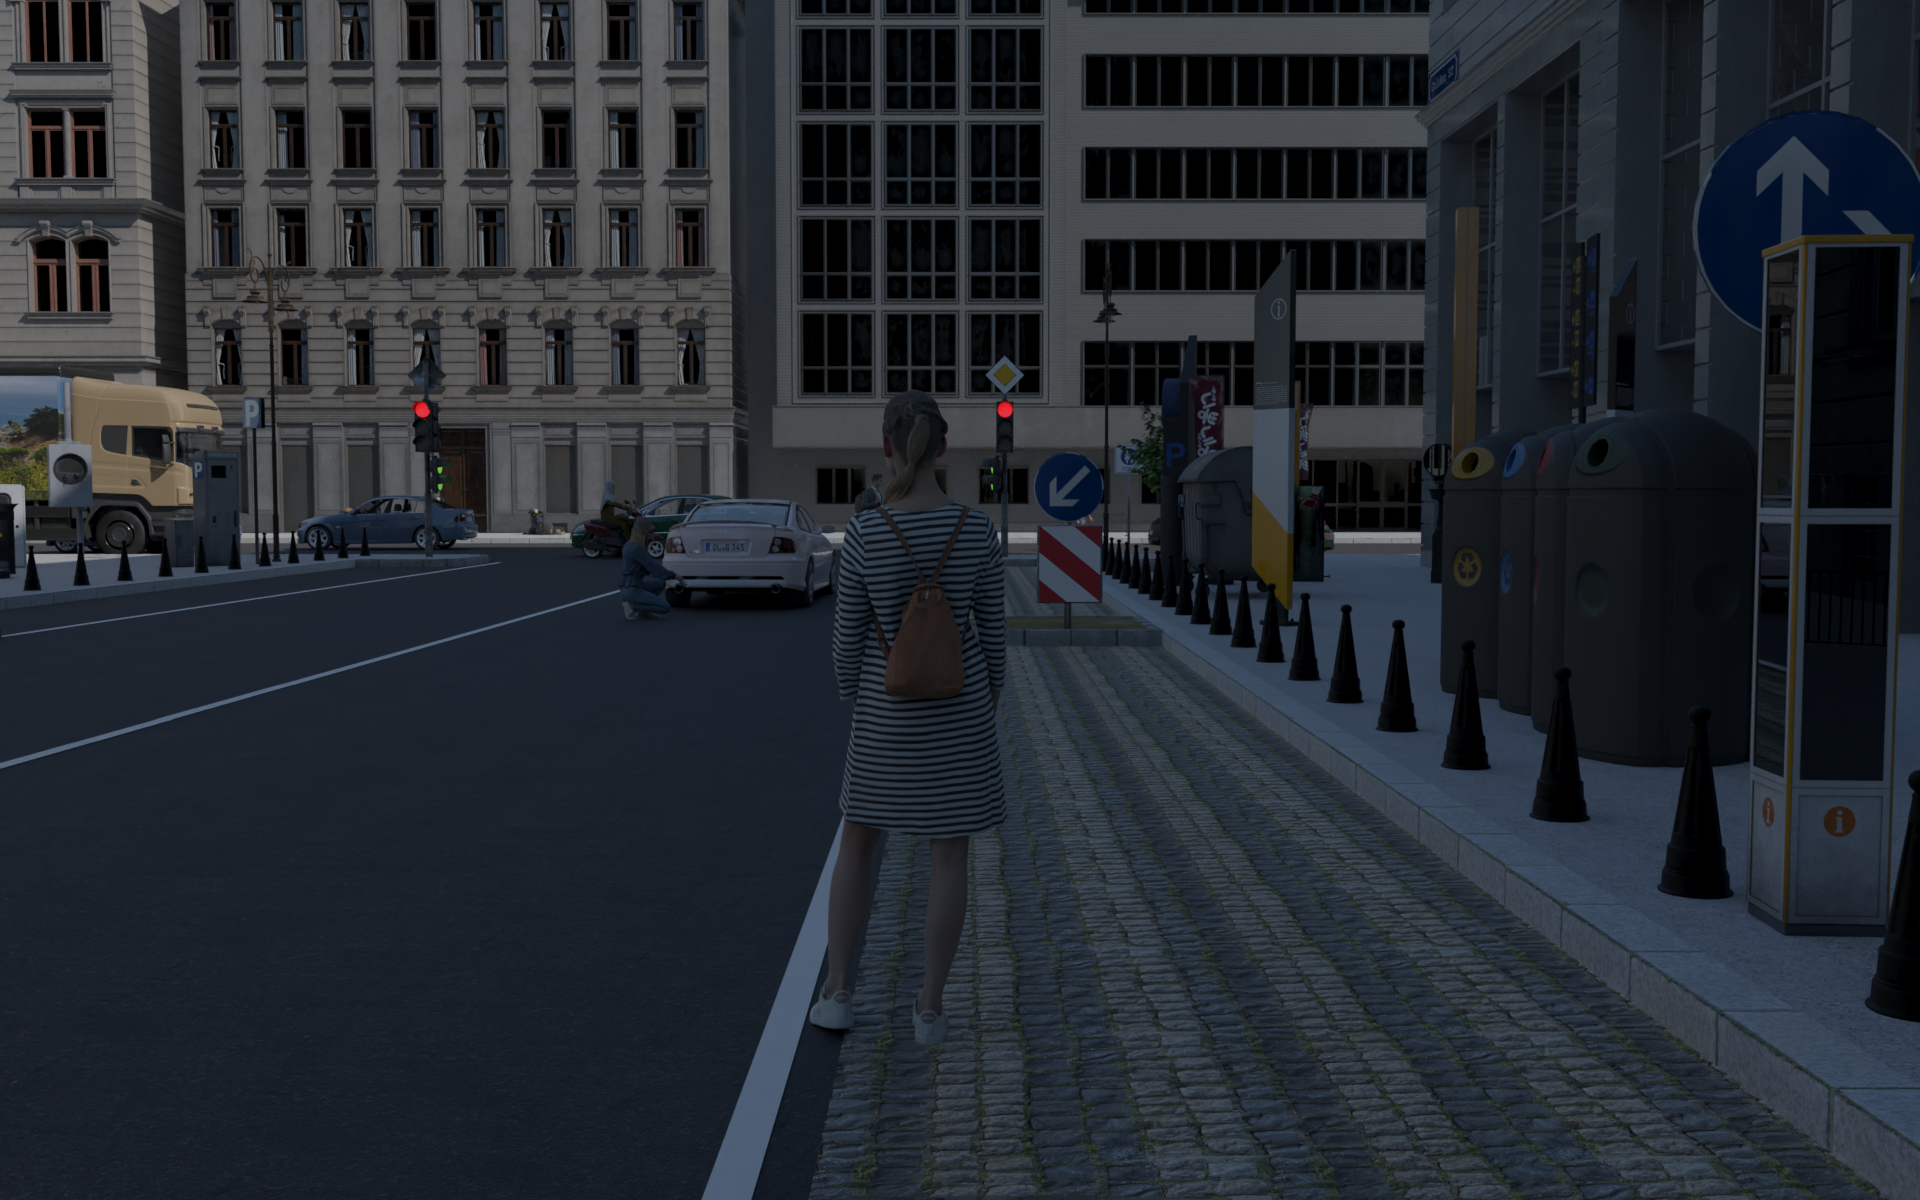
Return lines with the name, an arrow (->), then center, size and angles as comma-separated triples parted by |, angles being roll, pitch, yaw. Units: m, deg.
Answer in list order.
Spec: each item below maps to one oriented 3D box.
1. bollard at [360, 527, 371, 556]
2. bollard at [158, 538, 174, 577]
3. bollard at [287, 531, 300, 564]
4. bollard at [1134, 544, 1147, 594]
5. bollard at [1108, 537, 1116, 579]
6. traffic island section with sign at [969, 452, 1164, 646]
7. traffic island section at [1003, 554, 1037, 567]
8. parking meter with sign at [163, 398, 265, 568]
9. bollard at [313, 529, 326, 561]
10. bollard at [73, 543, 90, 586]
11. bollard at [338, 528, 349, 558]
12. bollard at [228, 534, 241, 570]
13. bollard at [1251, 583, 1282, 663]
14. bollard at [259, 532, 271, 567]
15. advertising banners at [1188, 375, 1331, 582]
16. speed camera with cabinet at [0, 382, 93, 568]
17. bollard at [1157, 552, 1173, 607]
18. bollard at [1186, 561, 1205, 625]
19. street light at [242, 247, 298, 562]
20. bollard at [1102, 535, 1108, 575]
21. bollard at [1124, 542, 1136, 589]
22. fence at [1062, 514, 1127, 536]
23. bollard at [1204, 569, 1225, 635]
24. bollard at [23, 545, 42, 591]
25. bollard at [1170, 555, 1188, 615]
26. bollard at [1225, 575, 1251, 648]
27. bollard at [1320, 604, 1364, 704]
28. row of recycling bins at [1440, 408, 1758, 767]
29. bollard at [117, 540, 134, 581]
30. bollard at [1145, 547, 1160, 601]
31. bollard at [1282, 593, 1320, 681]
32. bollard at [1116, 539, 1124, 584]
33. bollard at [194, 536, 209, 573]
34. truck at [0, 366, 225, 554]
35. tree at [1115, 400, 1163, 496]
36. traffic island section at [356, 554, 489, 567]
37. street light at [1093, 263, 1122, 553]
bollard -> -12.333, -1.214, 35.886 | 0.229, 0.601, 0.229 | 0, 3, 0
bollard -> -12.341, -0.664, 26.892 | 0.229, 0.601, 0.229 | 0, 3, 0
bollard -> -12.337, -0.979, 32.043 | 0.229, 0.601, 0.229 | 0, 3, 0
bollard -> 2.389, -0.379, 22.244 | 0.229, 0.601, 0.229 | 0, 3, 0
bollard -> 2.395, -0.616, 26.107 | 0.229, 0.601, 0.229 | 0, 3, 0
traffic island section with sign -> 0.923, -0.521, 17.148 | 1.989, 1.847, 2.006 | 0, 3, 0
traffic island section -> 0.931, -0.800, 35.367 | 2.009, 0.180, 2.903 | 0, 3, 0
parking meter with sign -> -13.298, -2.118, 30.884 | 0.543, 3.016, 1.738 | 2, 4, 33
bollard -> -12.335, -1.057, 33.322 | 0.229, 0.601, 0.229 | 0, 3, 0
bollard -> -12.341, -0.506, 24.314 | 0.229, 0.601, 0.229 | 0, 3, 0
bollard -> -12.334, -1.136, 34.608 | 0.229, 0.601, 0.229 | 0, 3, 0
bollard -> -12.339, -0.820, 29.451 | 0.229, 0.601, 0.229 | 0, 3, 0
bollard -> 2.379, 0.171, 13.246 | 0.229, 0.601, 0.229 | 0, 3, 0
bollard -> -12.337, -0.898, 30.731 | 0.229, 0.601, 0.229 | 0, 3, 0
advertising banners -> 4.376, -1.784, 25.354 | 2.074, 3.025, 0.090 | 1, 4, 9
speed camera with cabinet -> -16.295, -2.194, 30.207 | 2.038, 3.252, 0.660 | -2, 4, -31
bollard -> 2.394, -0.223, 19.681 | 0.229, 0.601, 0.229 | 0, 3, 0
bollard -> 2.384, -0.065, 17.105 | 0.229, 0.601, 0.229 | 0, 3, 0
street light -> -12.959, -3.663, 32.670 | 0.468, 5.910, 1.993 | 0, 3, 0
bollard -> 2.398, -0.694, 27.389 | 0.229, 0.601, 0.229 | 0, 3, 0
bollard -> 2.392, -0.458, 23.526 | 0.229, 0.601, 0.229 | 0, 3, 0
fence -> 4.112, -2.301, 53.000 | 2.069, 0.683, 0.278 | 1, 4, 12
bollard -> 2.386, 0.013, 15.821 | 0.229, 0.601, 0.229 | 0, 3, 0
bollard -> -12.342, -0.427, 23.027 | 0.229, 0.601, 0.229 | 0, 3, 0
bollard -> 2.389, -0.144, 18.389 | 0.229, 0.601, 0.229 | 0, 3, 0
bollard -> 2.381, 0.092, 14.532 | 0.229, 0.601, 0.229 | 0, 3, 0
bollard -> 2.381, 0.327, 10.687 | 0.229, 0.601, 0.229 | 0, 3, 0
row of recycling bins -> 3.539, -0.165, 9.807 | 1.069, 1.692, 3.534 | 0, 4, 3
bollard -> -12.345, -0.584, 25.593 | 0.229, 0.601, 0.229 | 0, 3, 0
bollard -> 2.393, -0.301, 20.959 | 0.229, 0.601, 0.229 | 0, 3, 0
bollard -> 2.382, 0.249, 11.965 | 0.229, 0.601, 0.229 | 0, 3, 0
bollard -> 2.392, -0.537, 24.816 | 0.229, 0.601, 0.229 | 0, 3, 0
bollard -> -12.341, -0.742, 28.173 | 0.229, 0.601, 0.229 | 0, 3, 0
truck -> -21.862, -3.068, 39.075 | 11.283, 4.237, 2.839 | 0, 3, 0
tree -> 3.743, -2.217, 30.847 | 1.663, 3.219, 1.824 | 0, 3, 0
traffic island section -> -10.860, -0.801, 35.383 | 2.009, 0.180, 2.903 | 0, 3, 0
street light -> 2.955, -3.798, 34.887 | 0.468, 5.910, 1.993 | 0, 3, 0
